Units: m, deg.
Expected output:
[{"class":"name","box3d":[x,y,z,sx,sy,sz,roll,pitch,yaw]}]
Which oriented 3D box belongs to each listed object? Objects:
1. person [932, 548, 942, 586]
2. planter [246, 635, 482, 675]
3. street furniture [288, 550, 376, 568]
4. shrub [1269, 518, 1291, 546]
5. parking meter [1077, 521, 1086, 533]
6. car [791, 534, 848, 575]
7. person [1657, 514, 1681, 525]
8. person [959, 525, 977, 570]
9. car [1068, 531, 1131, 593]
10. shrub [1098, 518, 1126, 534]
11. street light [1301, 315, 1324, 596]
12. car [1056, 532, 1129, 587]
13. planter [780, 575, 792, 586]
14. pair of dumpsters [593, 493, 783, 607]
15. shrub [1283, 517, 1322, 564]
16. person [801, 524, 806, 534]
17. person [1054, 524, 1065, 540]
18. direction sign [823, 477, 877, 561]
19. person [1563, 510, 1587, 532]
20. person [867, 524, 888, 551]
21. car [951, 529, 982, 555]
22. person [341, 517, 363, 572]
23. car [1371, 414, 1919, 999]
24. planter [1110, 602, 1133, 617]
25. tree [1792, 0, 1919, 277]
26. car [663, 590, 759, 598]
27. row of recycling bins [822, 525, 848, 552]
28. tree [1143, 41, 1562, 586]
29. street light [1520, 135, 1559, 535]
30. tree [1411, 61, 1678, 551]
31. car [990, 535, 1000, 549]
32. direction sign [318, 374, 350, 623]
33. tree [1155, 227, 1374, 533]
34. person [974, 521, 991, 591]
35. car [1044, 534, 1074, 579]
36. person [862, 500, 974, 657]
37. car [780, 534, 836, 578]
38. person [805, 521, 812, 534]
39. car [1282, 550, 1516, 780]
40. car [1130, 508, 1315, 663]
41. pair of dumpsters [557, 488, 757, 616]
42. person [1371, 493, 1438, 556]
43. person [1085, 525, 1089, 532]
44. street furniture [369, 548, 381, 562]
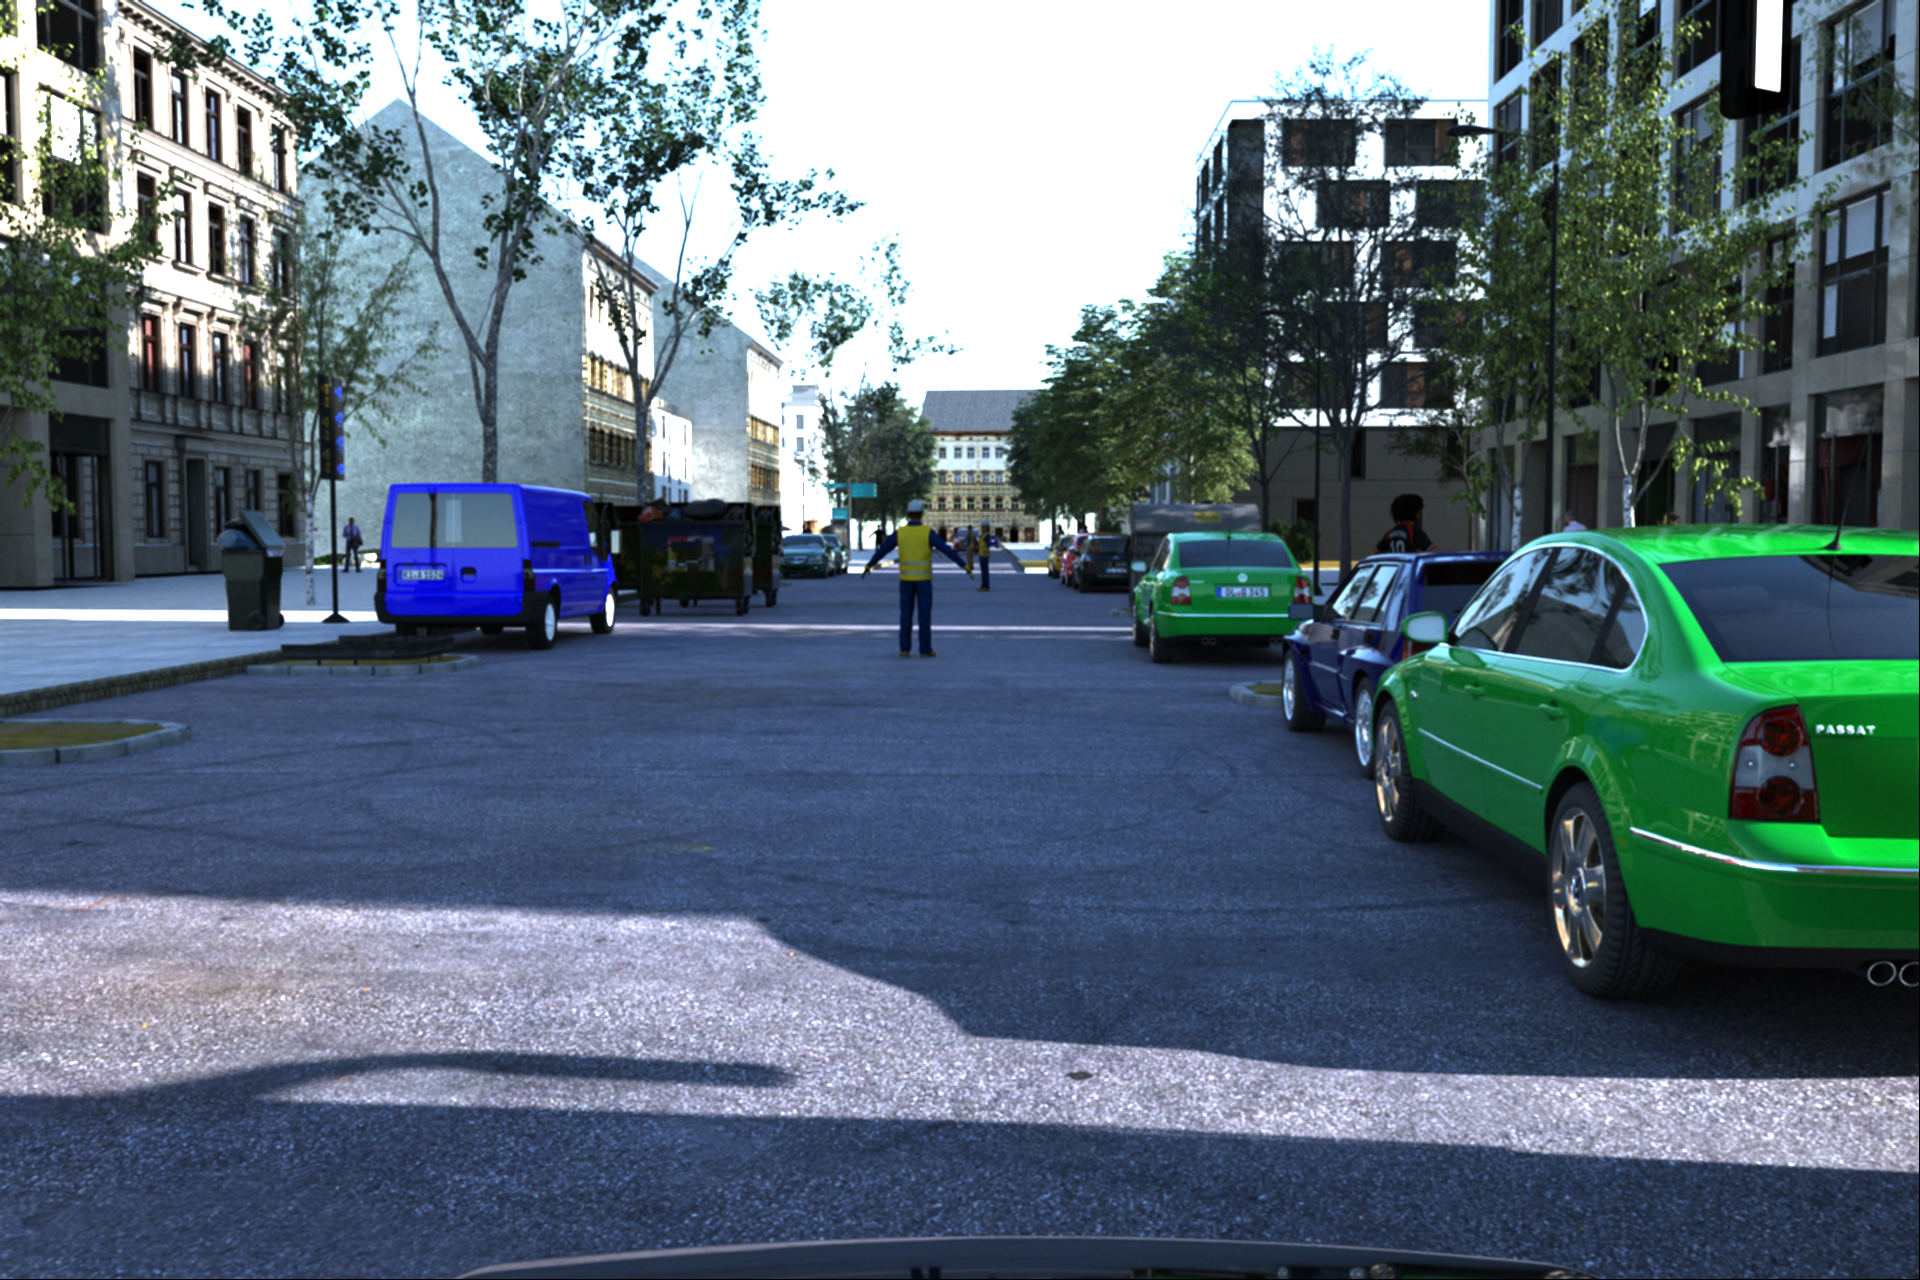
[{"class":"person","box3d":[-0.880,-2.206,47.792,0.599,1.433,0.991,3,5,44]},{"class":"planter","box3d":[-6.255,0.158,18.564,1.991,0.319,1.994,0,4,1]},{"class":"street furniture","box3d":[-26.675,-3.361,70.586,5.734,0.657,10.072,-1,4,-23]},{"class":"shrub","box3d":[14.743,-4.627,80.076,1.690,2.028,1.600,0,3,0]},{"class":"parking meter","box3d":[5.200,-4.185,74.136,0.399,1.863,0.255,0,3,0]},{"class":"car","box3d":[-5.070,-3.112,62.680,2.131,1.459,4.920,0,4,1]},{"class":"person","box3d":[15.768,-1.928,38.371,0.742,1.727,0.445,-3,4,-39]},{"class":"person","box3d":[0.375,-3.692,69.096,0.705,1.796,1.348,2,4,30]},{"class":"car","box3d":[3.762,-2.066,43.573,2.009,1.686,4.222,0,4,0]},{"class":"shrub","box3d":[6.468,-4.299,74.709,1.690,2.028,1.600,0,3,0]},{"class":"street light","box3d":[7.958,-3.875,35.897,1.470,5.913,1.316,0,4,1]},{"class":"car","box3d":[3.769,-2.404,48.347,2.155,1.783,4.494,0,4,1]},{"class":"planter","box3d":[-5.710,-1.649,48.094,1.991,0.319,1.994,0,4,2]},{"class":"pair of dumpsters","box3d":[-5.762,-1.791,34.232,4.436,2.255,1.574,0,4,1]},{"class":"shrub","box3d":[14.789,-4.304,74.791,1.690,2.028,1.600,0,3,0]},{"class":"person","box3d":[-8.540,-5.389,94.252,0.704,1.812,1.346,-1,4,-16]},{"class":"person","box3d":[5.772,-5.786,100.368,0.705,1.858,1.354,-1,4,-17]},{"class":"direction sign","box3d":[-5.146,-5.680,81.623,2.525,3.948,1.411,0,4,2]},{"class":"person","box3d":[11.150,-1.502,31.542,0.756,1.711,0.436,-1,4,-14]},{"class":"person","box3d":[-4.482,-5.487,95.653,1.347,1.837,0.705,0,4,8]},{"class":"car","box3d":[0.531,-6.931,121.990,2.281,1.827,5.304,0,4,1]},{"class":"person","box3d":[-20.327,-3.179,57.887,0.709,1.838,0.599,-1,4,-20]},{"class":"car","box3d":[2.835,0.129,6.694,1.959,1.807,4.718,0,4,1]},{"class":"planter","box3d":[3.671,-0.583,30.674,1.991,0.319,1.994,0,4,2]},{"class":"tree","box3d":[9.344,-3.847,13.257,4.360,8.622,3.978,0,3,0]},{"class":"car","box3d":[-5.724,-1.886,39.873,2.155,1.783,4.494,0,4,1]},{"class":"row of recycling bins","box3d":[-5.564,-4.310,77.576,1.069,1.692,3.534,0,4,2]},{"class":"tree","box3d":[9.637,-8.118,43.099,12.009,13.543,11.850,0,3,0]},{"class":"street light","box3d":[7.297,-2.888,19.766,1.470,5.913,1.316,0,4,1]},{"class":"tree","box3d":[9.232,-4.759,28.168,4.737,8.622,4.395,0,3,0]},{"class":"car","box3d":[2.983,-9.684,170.906,1.945,1.354,3.894,0,4,0]},{"class":"direction sign","box3d":[-9.054,-2.019,25.015,0.379,3.537,0.876,0,4,0]},{"class":"tree","box3d":[10.335,-8.139,58.831,9.928,11.665,9.643,0,3,0]},{"class":"person","box3d":[0.542,-2.125,43.669,0.721,1.772,1.216,-1,4,-13]},{"class":"car","box3d":[3.816,-2.869,57.124,2.015,1.641,3.980,0,4,0]},{"class":"person","box3d":[-0.511,-0.723,20.242,1.349,1.833,0.705,1,4,11]},{"class":"car","box3d":[-5.163,-2.791,57.436,2.131,1.459,4.920,0,4,1]},{"class":"person","box3d":[-6.019,-3.869,69.490,0.704,1.802,1.346,0,4,-1]},{"class":"car","box3d":[3.226,0.071,11.415,1.945,1.354,3.894,0,4,1]},{"class":"car","box3d":[3.050,-0.722,20.600,1.959,1.807,4.718,0,4,1]},{"class":"pair of dumpsters","box3d":[-5.869,-1.568,30.595,4.436,2.255,1.574,0,4,1]},{"class":"person","box3d":[4.417,-0.515,17.018,0.704,1.843,1.345,-2,4,-31]},{"class":"person","box3d":[7.494,-5.950,103.465,0.705,1.806,1.347,0,4,3]},{"class":"street furniture","box3d":[-24.877,-4.611,82.241,11.010,1.723,9.812,0,4,-3]}]
